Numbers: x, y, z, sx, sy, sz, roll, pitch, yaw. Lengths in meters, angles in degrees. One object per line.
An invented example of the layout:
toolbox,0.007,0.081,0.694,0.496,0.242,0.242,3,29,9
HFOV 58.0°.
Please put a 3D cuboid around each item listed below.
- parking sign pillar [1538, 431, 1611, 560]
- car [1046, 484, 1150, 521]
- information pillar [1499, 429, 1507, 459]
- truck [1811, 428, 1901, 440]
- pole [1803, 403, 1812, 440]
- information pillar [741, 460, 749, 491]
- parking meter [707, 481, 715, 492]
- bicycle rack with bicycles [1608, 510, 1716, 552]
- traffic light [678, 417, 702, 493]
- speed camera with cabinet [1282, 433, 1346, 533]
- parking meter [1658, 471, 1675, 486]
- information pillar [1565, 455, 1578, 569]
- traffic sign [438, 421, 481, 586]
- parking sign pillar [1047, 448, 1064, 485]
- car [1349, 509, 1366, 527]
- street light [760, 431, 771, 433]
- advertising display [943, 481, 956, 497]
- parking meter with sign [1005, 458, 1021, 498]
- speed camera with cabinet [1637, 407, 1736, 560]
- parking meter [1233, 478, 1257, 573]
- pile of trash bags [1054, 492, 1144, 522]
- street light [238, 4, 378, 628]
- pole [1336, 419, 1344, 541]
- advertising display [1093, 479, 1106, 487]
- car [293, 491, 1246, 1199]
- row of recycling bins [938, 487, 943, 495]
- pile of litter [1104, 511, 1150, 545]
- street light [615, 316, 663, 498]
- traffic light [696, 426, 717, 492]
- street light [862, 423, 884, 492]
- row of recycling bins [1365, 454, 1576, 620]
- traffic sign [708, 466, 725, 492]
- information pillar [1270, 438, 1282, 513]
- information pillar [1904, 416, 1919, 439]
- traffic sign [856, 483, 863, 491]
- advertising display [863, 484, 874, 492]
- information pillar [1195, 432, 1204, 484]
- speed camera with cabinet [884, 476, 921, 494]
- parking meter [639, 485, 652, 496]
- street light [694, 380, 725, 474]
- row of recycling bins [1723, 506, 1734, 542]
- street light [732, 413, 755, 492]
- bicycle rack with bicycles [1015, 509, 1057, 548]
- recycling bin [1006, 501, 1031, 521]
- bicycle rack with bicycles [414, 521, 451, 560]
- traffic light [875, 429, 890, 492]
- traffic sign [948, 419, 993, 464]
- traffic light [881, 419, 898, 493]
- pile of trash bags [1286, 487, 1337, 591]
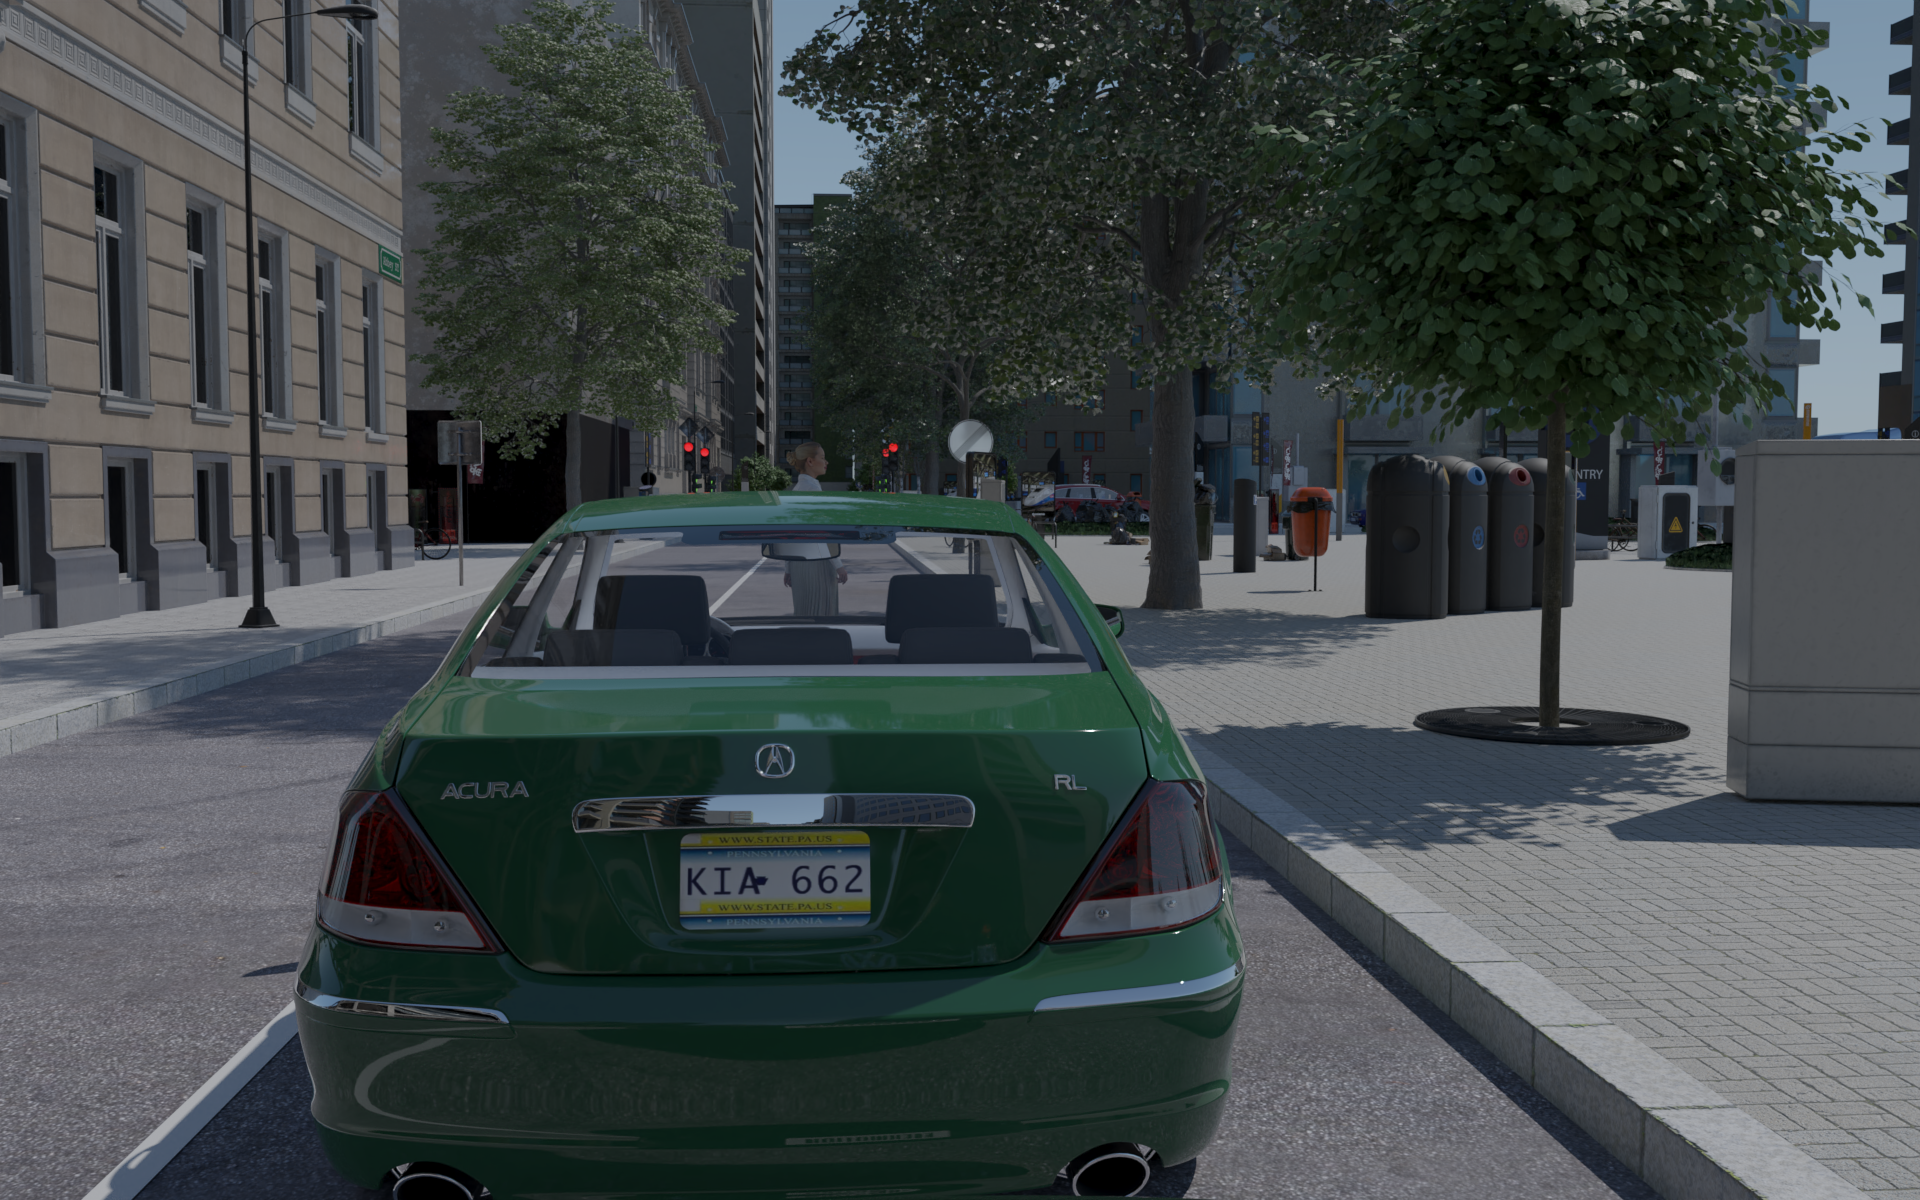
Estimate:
parking sign pillar,12.101,-2.794,34.159,1.447,3.967,1.447,0,4,-4
car,5.300,-3.588,67.331,5.304,1.827,2.281,0,4,-3
information pillar,12.814,-3.029,40.886,0.183,3.616,0.504,0,4,5
truck,43.740,-5.013,71.722,18.799,4.110,2.967,0,4,-4
pole,18.974,-2.753,38.861,0.158,3.312,0.155,0,3,0
information pillar,-14.635,-7.746,117.996,0.504,3.616,0.183,0,4,3
parking meter,-10.647,-4.166,73.824,0.399,1.863,0.255,-2,4,-30
bicycle rack with bicycles,14.856,-1.512,38.111,2.925,0.926,2.852,3,5,39
traffic light,-9.813,-4.528,62.959,0.839,4.253,0.868,0,4,-4
speed camera with cabinet,11.625,-3.826,56.889,2.038,3.252,0.660,-1,4,-14
parking meter,18.182,-2.381,44.647,0.399,1.863,0.255,1,4,11
information pillar,10.374,-1.545,29.755,0.304,2.012,0.304,-1,4,-17
traffic sign,-6.969,-1.347,24.151,0.606,2.300,0.079,0,4,2
parking sign pillar,5.606,-6.912,101.481,1.447,3.967,1.447,-2,4,-26
car,17.481,-3.428,68.626,3.894,1.354,1.945,0,4,-4
street light,-14.588,-9.479,127.529,1.470,5.913,1.316,0,4,-4
advertising display,-0.324,-4.867,84.793,0.974,1.923,0.123,0,4,7
parking meter with sign,2.790,-4.693,72.997,1.738,3.016,0.543,0,4,5
speed camera with cabinet,14.397,-2.431,34.079,2.038,3.252,0.660,-1,4,-17
parking meter,4.659,-1.218,28.325,0.372,1.533,0.369,0,3,0
pile of trash bags,5.142,-3.223,62.443,3.447,1.369,1.912,-2,4,-32
street light,-6.223,-2.693,16.566,1.470,5.913,1.316,0,4,-4
pole,10.396,-3.277,47.418,0.158,3.312,0.155,0,3,0
advertising display,6.184,-4.390,76.988,0.123,1.923,0.974,2,4,34
car,-0.470,0.409,5.111,2.131,1.459,4.920,0,4,-4
row of recycling bins,0.416,-5.619,98.989,3.534,1.692,1.069,-1,4,-10
pile of litter,4.252,-1.844,44.113,1.176,0.858,1.719,0,4,3
street light,-8.410,-4.444,45.195,1.470,5.913,1.316,0,4,-4
traffic light,-10.408,-5.015,70.922,0.839,4.253,0.868,0,4,-4
street light,-4.518,-7.140,89.278,1.470,5.913,1.316,0,4,-4
row of recycling bins,5.596,-0.726,18.983,3.534,1.692,1.069,-3,5,-43
traffic sign,-11.166,-4.856,79.501,0.768,2.556,0.104,0,4,2
information pillar,13.086,-4.918,71.764,0.504,3.616,0.183,0,4,-1
information pillar,28.356,-3.683,51.575,0.183,3.616,0.504,-2,4,-32
traffic sign,-8.145,-8.635,141.290,0.768,2.556,0.104,0,4,-2
advertising display,-5.864,-6.458,110.803,0.123,1.923,0.974,3,4,37
information pillar,8.979,-4.512,65.126,0.183,3.616,0.504,3,5,40
speed camera with cabinet,-3.073,-5.904,90.858,2.038,3.252,0.660,0,4,-8
parking meter,-8.818,-2.459,48.618,0.372,1.533,0.369,0,3,0
street light,-10.292,-6.011,70.821,1.470,5.913,1.316,0,4,-4
row of recycling bins,20.509,-2.197,43.035,1.069,1.692,3.534,-2,4,-26
street light,-12.470,-7.740,99.095,1.470,5.913,1.316,0,4,-4
bicycle rack with bicycles,1.092,-1.722,41.537,2.852,0.926,2.925,-1,4,-17
recycling bin,2.112,-3.025,62.007,0.722,1.027,0.722,-2,4,-34
bicycle rack with bicycles,-11.489,-1.189,32.817,2.925,0.926,2.852,0,4,7
traffic light,-3.068,-5.050,71.484,0.839,4.253,0.868,0,4,-4
traffic sign,0.181,-1.806,29.631,0.768,2.556,0.104,0,4,-1
traffic light,-2.473,-4.563,63.521,0.839,4.253,0.868,0,4,-4
pile of trash bags,6.082,-0.818,23.119,3.447,1.369,1.912,0,4,-3
